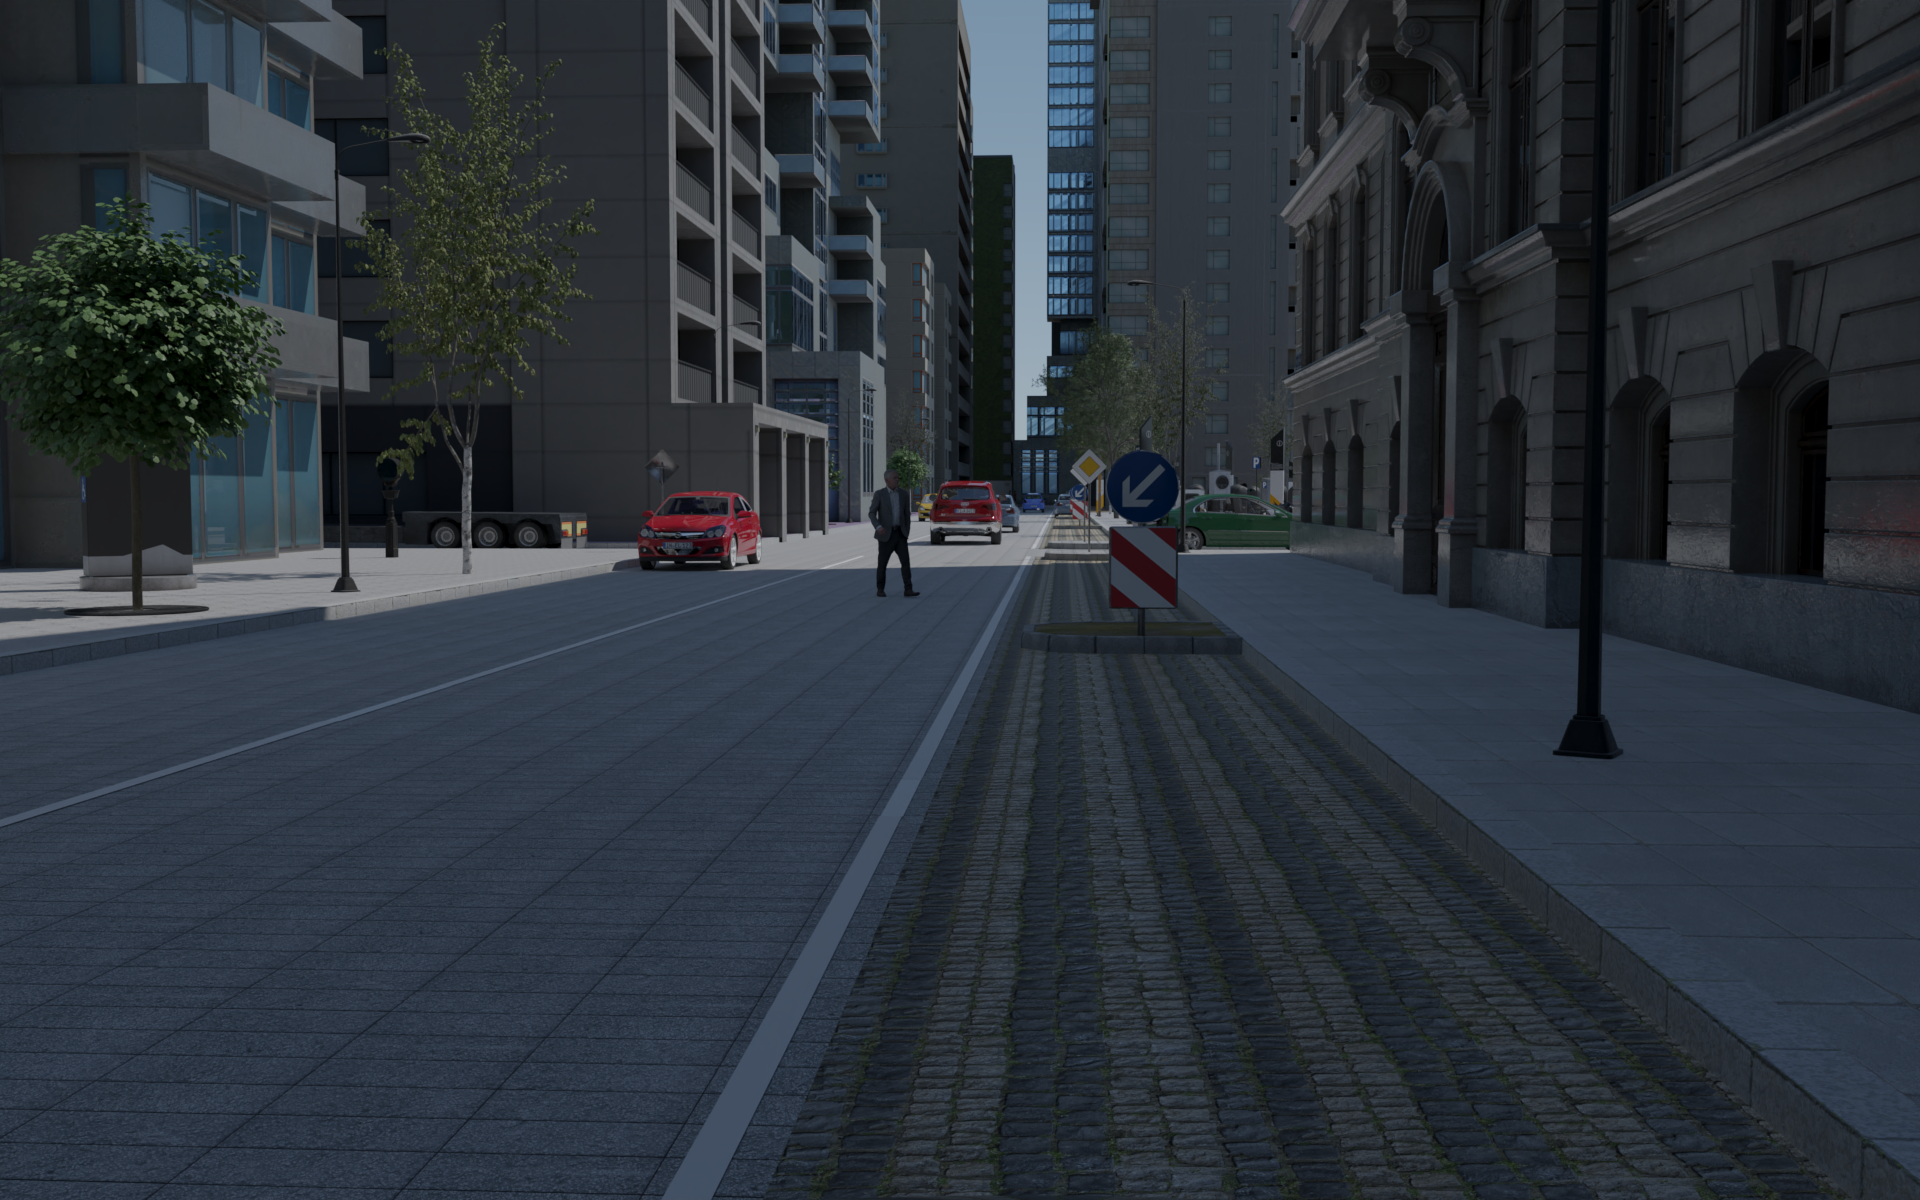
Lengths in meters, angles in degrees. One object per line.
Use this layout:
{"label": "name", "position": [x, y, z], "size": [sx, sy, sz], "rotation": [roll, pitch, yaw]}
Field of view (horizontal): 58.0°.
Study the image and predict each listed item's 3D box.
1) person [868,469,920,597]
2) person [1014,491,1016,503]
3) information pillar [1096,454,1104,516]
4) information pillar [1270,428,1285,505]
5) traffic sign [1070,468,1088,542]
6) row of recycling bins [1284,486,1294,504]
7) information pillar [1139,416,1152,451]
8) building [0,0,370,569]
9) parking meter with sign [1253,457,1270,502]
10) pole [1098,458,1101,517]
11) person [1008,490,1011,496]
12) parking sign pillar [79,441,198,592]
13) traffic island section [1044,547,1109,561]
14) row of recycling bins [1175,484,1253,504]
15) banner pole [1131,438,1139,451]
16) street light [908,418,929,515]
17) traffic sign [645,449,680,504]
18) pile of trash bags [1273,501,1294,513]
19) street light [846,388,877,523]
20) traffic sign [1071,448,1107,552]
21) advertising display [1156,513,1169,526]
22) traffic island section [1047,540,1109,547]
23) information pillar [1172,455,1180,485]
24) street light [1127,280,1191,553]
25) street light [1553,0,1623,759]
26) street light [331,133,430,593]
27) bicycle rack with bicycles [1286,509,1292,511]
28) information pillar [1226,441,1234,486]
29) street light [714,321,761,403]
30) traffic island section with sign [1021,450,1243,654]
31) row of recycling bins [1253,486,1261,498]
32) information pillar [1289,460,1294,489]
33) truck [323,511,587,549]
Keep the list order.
{"label": "person", "position": [-0.902, -0.925, 24.022], "size": [0.661, 1.777, 0.834], "rotation": [-3, 4, -36]}
{"label": "person", "position": [6.354, -11.625, 198.510], "size": [0.705, 1.831, 1.348], "rotation": [0, 4, 2]}
{"label": "information pillar", "position": [8.080, -6.653, 100.127], "size": [0.504, 3.616, 0.183], "rotation": [-2, 4, -35]}
{"label": "information pillar", "position": [11.228, -4.274, 61.234], "size": [0.504, 3.616, 0.183], "rotation": [2, 4, 27]}
{"label": "traffic sign", "position": [3.324, -2.604, 46.218], "size": [0.795, 2.450, 0.064], "rotation": [0, 4, 3]}
{"label": "row of recycling bins", "position": [14.950, -4.112, 74.339], "size": [3.534, 1.692, 1.069], "rotation": [2, 4, 34]}
{"label": "information pillar", "position": [5.542, -3.689, 51.673], "size": [0.504, 3.616, 0.183], "rotation": [-3, 5, -42]}
{"label": "building", "position": [-27.809, -25.057, 29.291], "size": [30.456, 49.044, 23.786], "rotation": [0, 4, 3]}
{"label": "parking meter with sign", "position": [14.641, -5.221, 81.622], "size": [1.738, 3.016, 0.543], "rotation": [-2, 4, -28]}
{"label": "pole", "position": [7.866, -6.343, 97.557], "size": [0.158, 3.312, 0.155], "rotation": [0, 3, 0]}
{"label": "person", "position": [5.172, -10.421, 178.872], "size": [0.705, 1.826, 1.348], "rotation": [1, 4, 18]}
{"label": "parking sign pillar", "position": [-11.107, -2.131, 23.315], "size": [1.447, 3.967, 1.447], "rotation": [-2, 4, -35]}
{"label": "traffic island section", "position": [2.877, -0.981, 38.322], "size": [2.009, 0.180, 2.903], "rotation": [0, 4, 3]}
{"label": "row of recycling bins", "position": [10.493, -4.072, 73.686], "size": [3.534, 1.692, 1.069], "rotation": [-1, 4, -10]}
{"label": "banner pole", "position": [7.905, -5.357, 77.598], "size": [0.401, 3.779, 0.863], "rotation": [-3, 5, -43]}
{"label": "street light", "position": [-2.565, -8.153, 105.848], "size": [1.470, 5.913, 1.316], "rotation": [0, 4, 3]}
{"label": "traffic sign", "position": [-6.673, -2.152, 38.827], "size": [0.795, 2.450, 0.064], "rotation": [0, 4, 3]}
{"label": "pile of trash bags", "position": [11.285, -2.692, 53.761], "size": [3.447, 1.369, 1.912], "rotation": [1, 4, 10]}
{"label": "street light", "position": [-4.351, -6.344, 76.260], "size": [1.470, 5.913, 1.316], "rotation": [0, 4, 3]}
{"label": "traffic sign", "position": [2.853, -2.116, 38.246], "size": [0.795, 2.450, 0.064], "rotation": [0, 4, 3]}
{"label": "advertising display", "position": [4.212, -1.883, 35.999], "size": [0.123, 1.923, 0.974], "rotation": [1, 4, 15]}
{"label": "traffic island section", "position": [3.348, -1.469, 46.294], "size": [2.009, 0.180, 2.903], "rotation": [0, 4, 3]}
{"label": "information pillar", "position": [12.945, -6.882, 103.880], "size": [0.504, 3.616, 0.183], "rotation": [0, 4, 1]}
{"label": "street light", "position": [4.328, -3.988, 37.742], "size": [1.470, 5.913, 1.316], "rotation": [0, 4, 3]}
{"label": "street light", "position": [2.561, -2.194, 8.409], "size": [1.470, 5.913, 1.316], "rotation": [0, 4, 3]}
{"label": "street light", "position": [-7.518, -3.056, 22.501], "size": [1.470, 5.913, 1.316], "rotation": [0, 4, 3]}
{"label": "bicycle rack with bicycles", "position": [8.108, -2.127, 48.164], "size": [2.852, 0.926, 2.925], "rotation": [0, 4, 4]}
{"label": "information pillar", "position": [11.789, -5.166, 75.813], "size": [0.183, 3.616, 0.504], "rotation": [-2, 4, -26]}
{"label": "street light", "position": [-6.036, -4.530, 46.606], "size": [1.470, 5.913, 1.316], "rotation": [0, 4, 3]}
{"label": "traffic island section with sign", "position": [1.581, -0.473, 16.356], "size": [1.989, 1.847, 2.006], "rotation": [0, 4, 3]}
{"label": "row of recycling bins", "position": [14.403, -5.133, 91.036], "size": [1.069, 1.692, 3.534], "rotation": [-3, 5, -39]}
{"label": "information pillar", "position": [22.518, -7.714, 117.486], "size": [0.504, 3.616, 0.183], "rotation": [0, 4, 5]}
{"label": "truck", "position": [-19.098, -3.329, 44.193], "size": [18.799, 4.110, 2.967], "rotation": [0, 4, 3]}
